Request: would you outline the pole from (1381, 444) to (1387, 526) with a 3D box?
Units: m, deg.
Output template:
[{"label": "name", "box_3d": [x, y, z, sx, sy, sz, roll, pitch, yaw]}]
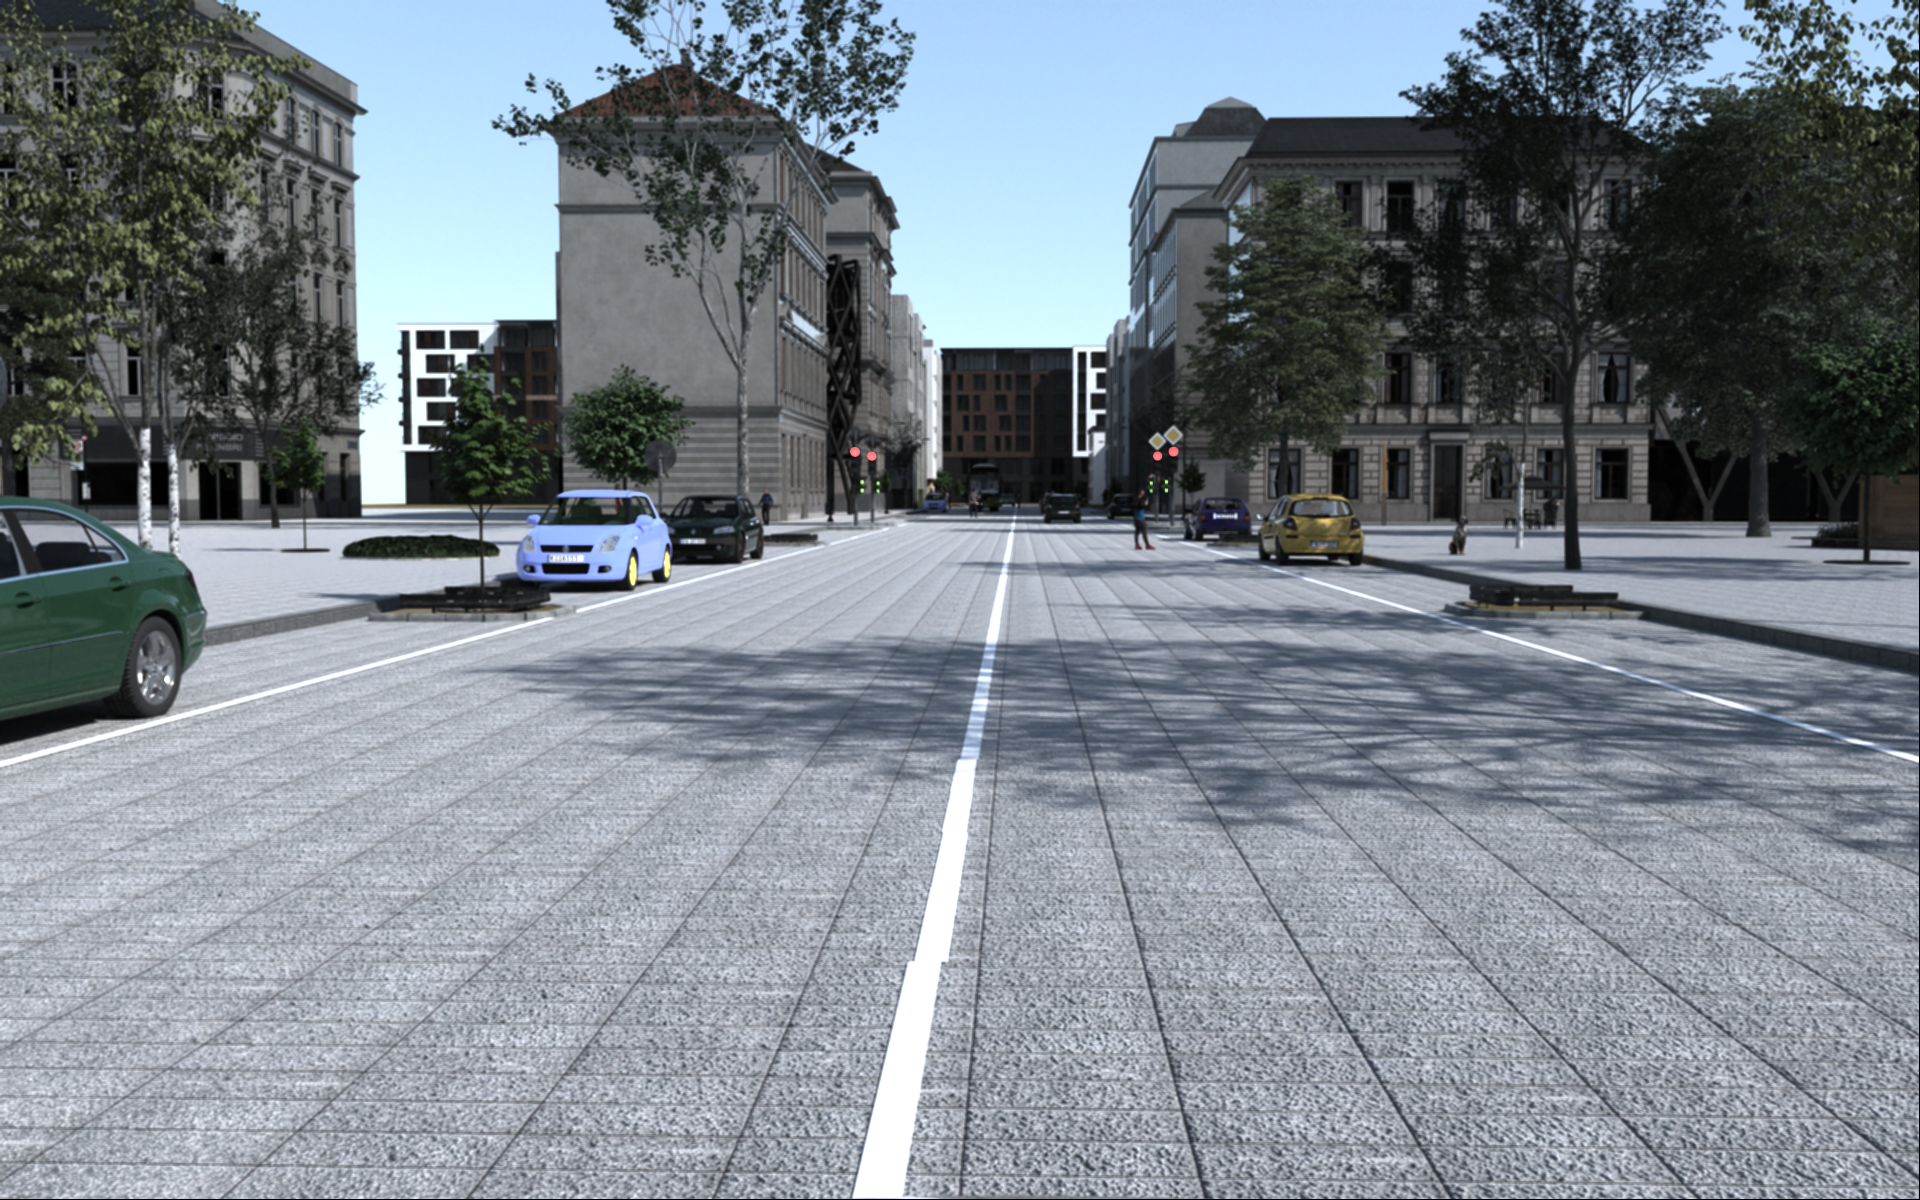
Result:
[{"label": "pole", "box_3d": [17.251, -4.683, 70.415, 0.158, 3.312, 0.155, 0, 3, 0]}]

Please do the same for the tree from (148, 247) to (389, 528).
[{"label": "tree", "box_3d": [-25.928, -7.999, 65.203, 8.767, 10.594, 7.601, -2, 4, -32]}]

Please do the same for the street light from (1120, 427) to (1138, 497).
[{"label": "street light", "box_3d": [11.748, -9.008, 119.820, 1.470, 5.913, 1.316, 0, 4, 2]}]

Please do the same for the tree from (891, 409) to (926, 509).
[{"label": "tree", "box_3d": [-4.889, -12.135, 148.771, 4.360, 8.622, 3.978, 0, 3, 0]}]

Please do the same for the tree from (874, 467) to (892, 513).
[{"label": "tree", "box_3d": [-5.216, -7.725, 120.902, 1.663, 3.219, 1.824, 0, 3, 0]}]

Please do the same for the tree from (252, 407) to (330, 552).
[{"label": "tree", "box_3d": [-14.590, -2.694, 38.649, 1.663, 3.219, 1.824, 0, 3, 0]}]

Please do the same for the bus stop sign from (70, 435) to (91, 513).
[{"label": "bus stop sign", "box_3d": [-39.844, -5.491, 78.480, 0.855, 3.939, 0.416, 0, 4, -5]}]

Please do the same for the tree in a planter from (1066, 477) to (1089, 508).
[{"label": "tree in a planter", "box_3d": [12.341, -11.165, 179.762, 1.991, 3.239, 1.994, 0, 4, 2]}]

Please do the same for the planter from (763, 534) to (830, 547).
[{"label": "planter", "box_3d": [-4.680, -1.659, 48.270, 1.991, 0.319, 1.994, 0, 4, 2]}]

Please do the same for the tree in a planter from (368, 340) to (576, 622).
[{"label": "tree in a planter", "box_3d": [-5.631, -1.412, 20.314, 1.991, 3.239, 1.994, 0, 4, 2]}]

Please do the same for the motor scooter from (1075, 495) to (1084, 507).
[{"label": "motor scooter", "box_3d": [11.595, -9.497, 168.053, 0.815, 1.314, 1.986, 0, 4, 1]}]

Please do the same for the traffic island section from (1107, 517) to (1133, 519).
[{"label": "traffic island section", "box_3d": [9.708, -4.870, 102.491, 1.991, 0.108, 1.994, 0, 4, 2]}]

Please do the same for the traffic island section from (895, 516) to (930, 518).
[{"label": "traffic island section", "box_3d": [-2.800, -4.908, 103.113, 1.991, 0.108, 1.994, 0, 4, 2]}]

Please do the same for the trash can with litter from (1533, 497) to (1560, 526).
[{"label": "trash can with litter", "box_3d": [23.685, -3.593, 70.134, 1.055, 1.170, 0.624, 0, 4, 3]}]

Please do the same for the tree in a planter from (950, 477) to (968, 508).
[{"label": "tree in a planter", "box_3d": [-0.139, -11.229, 180.824, 1.991, 3.239, 1.994, 0, 4, 2]}]

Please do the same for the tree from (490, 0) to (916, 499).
[{"label": "tree", "box_3d": [-8.678, -12.354, 57.872, 12.611, 20.169, 13.585, 0, 3, 0]}]

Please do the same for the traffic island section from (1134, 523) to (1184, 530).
[{"label": "traffic island section", "box_3d": [8.862, -3.398, 77.840, 2.009, 0.180, 2.903, 0, 4, 2]}]

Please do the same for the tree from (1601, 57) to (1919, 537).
[{"label": "tree", "box_3d": [23.820, -8.837, 51.137, 9.857, 13.997, 8.962, 0, 3, 0]}]

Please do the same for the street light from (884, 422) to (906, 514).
[{"label": "street light", "box_3d": [-4.214, -8.543, 112.223, 1.470, 5.913, 1.316, 0, 4, 2]}]

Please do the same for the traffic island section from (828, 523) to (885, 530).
[{"label": "traffic island section", "box_3d": [-4.245, -2.937, 70.301, 2.009, 0.180, 2.903, 0, 4, 2]}]

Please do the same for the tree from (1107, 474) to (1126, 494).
[{"label": "tree", "box_3d": [13.773, -9.807, 154.950, 1.663, 3.219, 1.824, 0, 3, 0]}]

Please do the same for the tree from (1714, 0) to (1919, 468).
[{"label": "tree", "box_3d": [9.417, -4.029, 16.243, 4.737, 8.622, 4.395, 0, 3, 0]}]

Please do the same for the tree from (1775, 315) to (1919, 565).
[{"label": "tree", "box_3d": [16.834, -2.954, 32.018, 4.285, 4.588, 4.351, 0, 3, 0]}]

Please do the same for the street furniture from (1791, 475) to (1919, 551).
[{"label": "street furniture", "box_3d": [25.464, -2.086, 40.961, 9.812, 1.723, 11.010, -1, 4, -18]}]

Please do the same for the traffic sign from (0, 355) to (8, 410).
[{"label": "traffic sign", "box_3d": [-7.862, -0.830, 13.682, 0.768, 2.556, 0.104, 1, 4, 12]}]

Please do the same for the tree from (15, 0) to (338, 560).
[{"label": "tree", "box_3d": [-11.655, -4.630, 26.056, 4.360, 8.622, 3.978, 0, 3, 0]}]

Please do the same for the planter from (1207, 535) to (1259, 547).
[{"label": "planter", "box_3d": [7.835, -1.624, 47.684, 1.991, 0.319, 1.994, 0, 4, 2]}]

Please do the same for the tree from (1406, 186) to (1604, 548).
[{"label": "tree", "box_3d": [13.071, -5.540, 40.940, 4.360, 8.622, 3.978, 0, 3, 0]}]

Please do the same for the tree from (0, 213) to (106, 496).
[{"label": "tree", "box_3d": [-35.859, -8.745, 65.042, 6.751, 12.117, 7.091, 0, 3, 0]}]

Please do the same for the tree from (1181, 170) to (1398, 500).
[{"label": "tree", "box_3d": [11.868, -8.742, 61.059, 7.486, 12.596, 7.792, 0, 3, 0]}]

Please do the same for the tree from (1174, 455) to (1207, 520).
[{"label": "tree", "box_3d": [11.282, -5.534, 85.076, 1.663, 3.219, 1.824, 0, 3, 0]}]

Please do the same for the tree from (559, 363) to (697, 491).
[{"label": "tree", "box_3d": [-8.309, -3.651, 43.400, 4.285, 4.588, 4.351, 0, 3, 0]}]

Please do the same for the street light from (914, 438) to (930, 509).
[{"label": "street light", "box_3d": [-3.201, -10.533, 144.755, 1.470, 5.913, 1.316, 0, 4, 2]}]

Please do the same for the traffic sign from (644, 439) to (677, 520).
[{"label": "traffic sign", "box_3d": [-6.955, -2.452, 40.193, 0.768, 2.556, 0.104, 0, 4, 5]}]

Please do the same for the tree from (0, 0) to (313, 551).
[{"label": "tree", "box_3d": [-9.330, -4.206, 19.130, 4.737, 8.622, 4.395, 0, 3, 0]}]

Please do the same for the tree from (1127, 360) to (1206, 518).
[{"label": "tree", "box_3d": [11.213, -8.789, 94.065, 4.360, 8.622, 3.978, 0, 3, 0]}]

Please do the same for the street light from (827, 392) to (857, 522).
[{"label": "street light", "box_3d": [-5.401, -6.522, 79.179, 1.470, 5.913, 1.316, 0, 4, 2]}]

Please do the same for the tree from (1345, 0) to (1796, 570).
[{"label": "tree", "box_3d": [10.108, -5.799, 29.231, 7.601, 10.594, 8.767, 0, 4, 3]}]

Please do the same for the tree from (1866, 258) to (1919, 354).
[{"label": "tree", "box_3d": [36.047, -9.086, 58.932, 12.009, 13.543, 11.850, 0, 3, 0]}]

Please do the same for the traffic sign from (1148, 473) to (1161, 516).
[{"label": "traffic sign", "box_3d": [11.356, -6.192, 101.350, 0.768, 2.556, 0.104, 0, 4, 4]}]

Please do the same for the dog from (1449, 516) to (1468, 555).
[{"label": "dog", "box_3d": [10.639, -1.365, 36.704, 0.513, 0.831, 0.800, 3, 4, 37]}]

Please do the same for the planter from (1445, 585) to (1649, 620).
[{"label": "planter", "box_3d": [6.905, 0.023, 20.757, 1.991, 0.319, 1.994, 0, 4, 2]}]

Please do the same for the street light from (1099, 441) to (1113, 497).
[{"label": "street light", "box_3d": [12.880, -10.997, 152.349, 1.470, 5.913, 1.316, 0, 4, 2]}]

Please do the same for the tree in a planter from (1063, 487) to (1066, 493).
[{"label": "tree in a planter", "box_3d": [13.284, -12.849, 207.295, 1.991, 3.239, 1.994, 0, 4, 2]}]

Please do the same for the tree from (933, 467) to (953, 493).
[{"label": "tree", "box_3d": [-2.479, -13.878, 210.624, 4.285, 4.588, 4.351, 0, 3, 0]}]

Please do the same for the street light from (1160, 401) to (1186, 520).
[{"label": "street light", "box_3d": [10.679, -6.978, 86.635, 1.470, 5.913, 1.316, 0, 4, 2]}]

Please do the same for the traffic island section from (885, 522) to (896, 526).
[{"label": "traffic island section", "box_3d": [-3.972, -3.425, 78.282, 2.009, 0.180, 2.903, 0, 4, 2]}]
